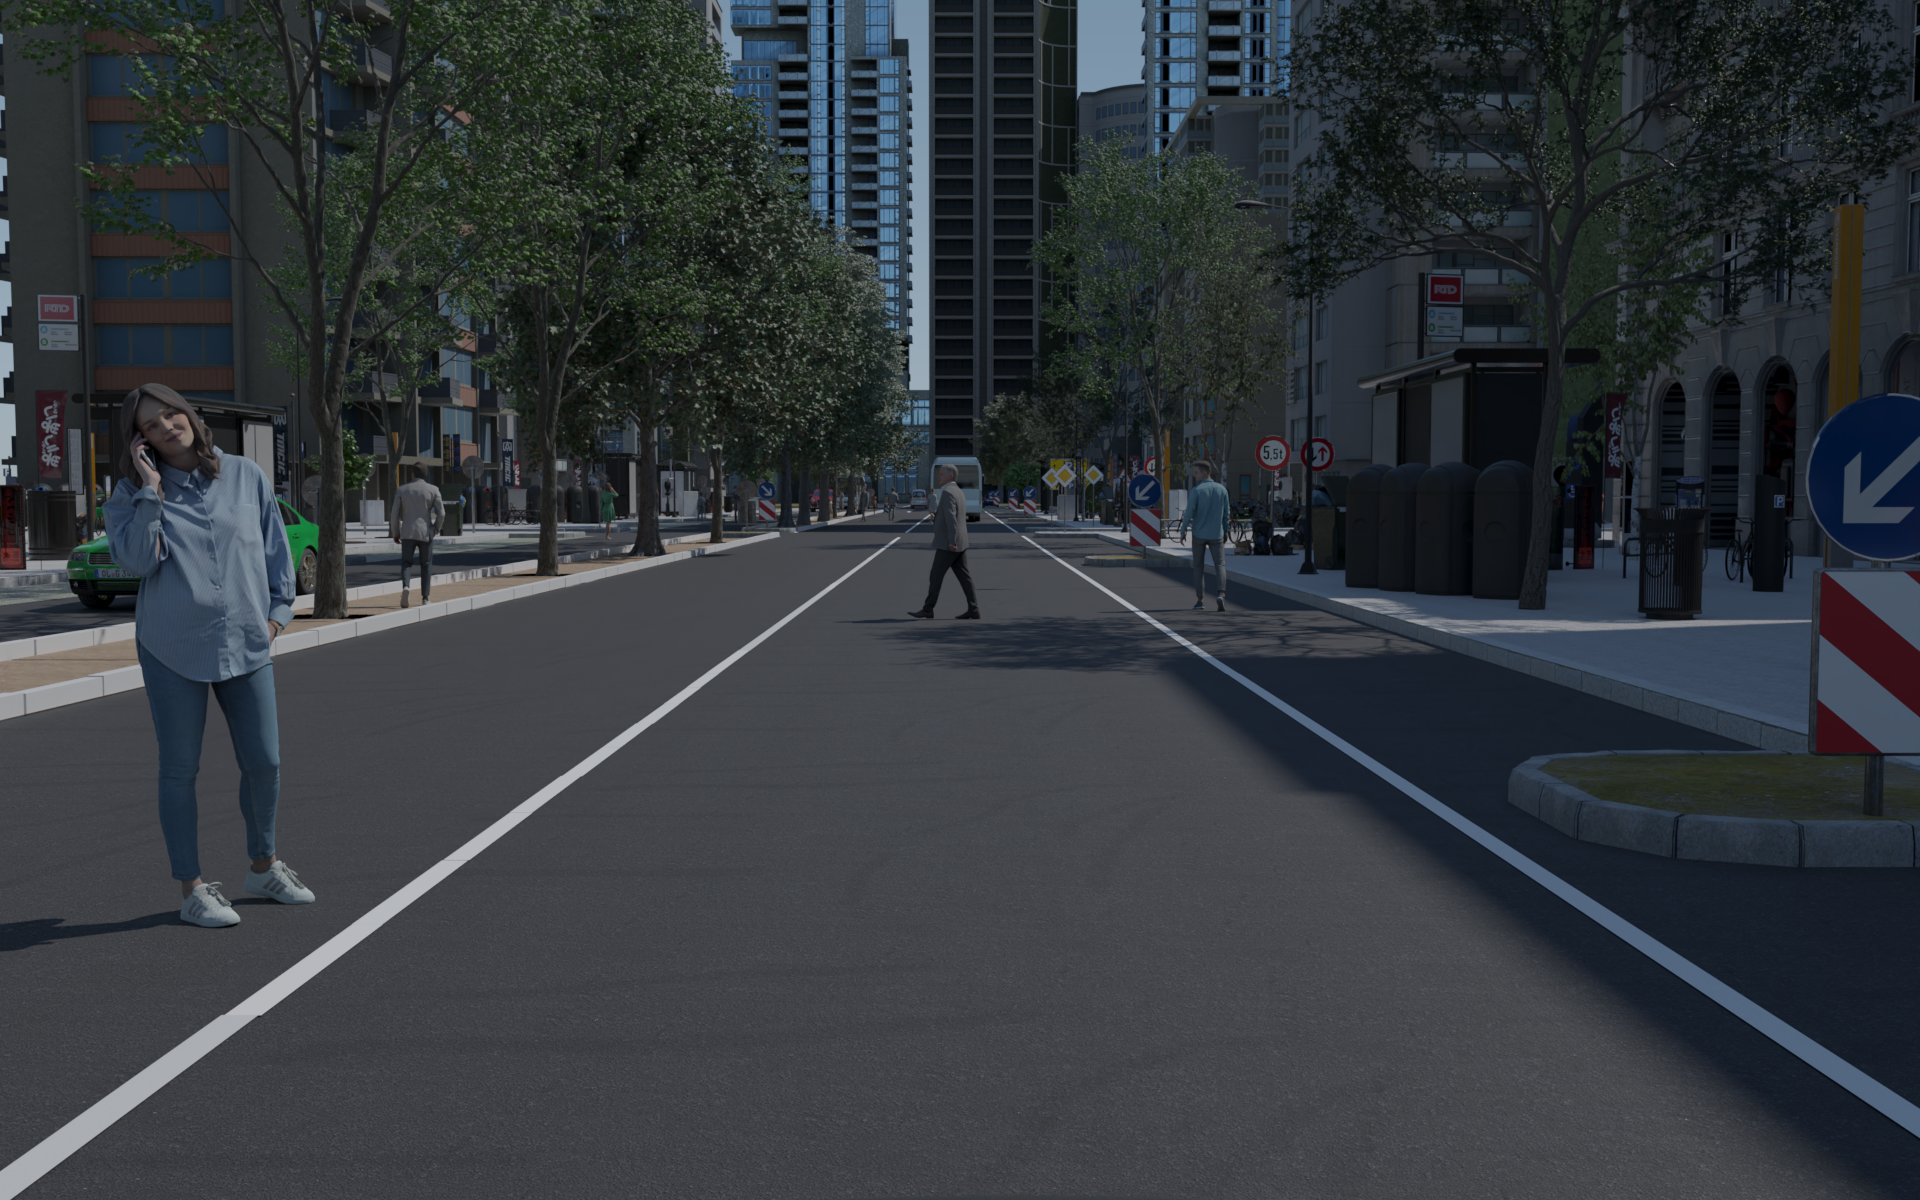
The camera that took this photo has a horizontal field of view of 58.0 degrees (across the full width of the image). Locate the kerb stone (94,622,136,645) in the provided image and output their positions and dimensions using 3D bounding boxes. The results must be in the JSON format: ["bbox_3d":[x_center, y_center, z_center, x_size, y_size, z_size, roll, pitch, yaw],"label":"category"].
[{"bbox_3d":[-8.211,0.331,16.800,0.120,0.150,1.000,0,3,0],"label":"kerb stone"}]

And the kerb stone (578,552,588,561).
[{"bbox_3d":[-8.226,-0.924,37.302,0.120,0.150,1.000,0,3,0],"label":"kerb stone"}]

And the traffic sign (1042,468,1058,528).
[{"bbox_3d":[3.470,-3.781,65.464,0.795,2.450,0.064,0,3,0],"label":"traffic sign"}]

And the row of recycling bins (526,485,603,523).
[{"bbox_3d":[-17.646,-4.306,77.516,3.534,1.692,1.069,-3,4,-36],"label":"row of recycling bins"}]

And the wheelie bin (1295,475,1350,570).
[{"bbox_3d":[6.338,-1.316,29.428,0.980,1.594,0.693,-2,4,-35],"label":"wheelie bin"}]

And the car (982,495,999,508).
[{"bbox_3d":[3.180,-10.244,180.066,1.945,1.354,3.894,0,3,0],"label":"car"}]

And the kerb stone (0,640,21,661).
[{"bbox_3d":[-8.215,0.455,14.757,0.120,0.150,1.000,0,3,0],"label":"kerb stone"}]

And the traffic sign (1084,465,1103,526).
[{"bbox_3d":[5.280,-4.118,68.522,0.795,2.450,0.064,0,4,4],"label":"traffic sign"}]

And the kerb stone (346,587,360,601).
[{"bbox_3d":[-8.217,-0.046,22.942,0.120,0.150,1.000,0,3,0],"label":"kerb stone"}]

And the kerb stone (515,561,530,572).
[{"bbox_3d":[-8.225,-0.609,32.159,0.120,0.150,1.000,0,3,0],"label":"kerb stone"}]

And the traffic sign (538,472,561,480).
[{"bbox_3d":[-13.618,-3.293,57.485,0.795,2.450,0.064,0,3,0],"label":"traffic sign"}]

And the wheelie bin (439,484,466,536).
[{"bbox_3d":[-15.554,-2.751,52.885,0.980,1.594,0.693,0,4,-4],"label":"wheelie bin"}]

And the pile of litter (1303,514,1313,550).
[{"bbox_3d":[8.186,-1.596,40.059,1.719,0.858,1.176,0,4,-7],"label":"pile of litter"}]

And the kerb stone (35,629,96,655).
[{"bbox_3d":[-8.207,0.392,15.778,0.120,0.150,1.000,0,3,0],"label":"kerb stone"}]

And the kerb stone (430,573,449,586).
[{"bbox_3d":[-8.226,-0.296,27.033,0.120,0.150,1.000,0,3,0],"label":"kerb stone"}]

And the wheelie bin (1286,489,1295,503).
[{"bbox_3d":[18.877,-5.534,98.391,0.693,1.594,0.980,1,4,11],"label":"wheelie bin"}]

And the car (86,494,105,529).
[{"bbox_3d":[-29.842,-3.194,61.023,4.718,1.807,1.959,0,4,-2],"label":"car"}]

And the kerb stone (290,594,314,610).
[{"bbox_3d":[-8.231,0.017,21.920,0.120,0.150,1.000,0,3,0],"label":"kerb stone"}]

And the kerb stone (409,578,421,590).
[{"bbox_3d":[-8.215,-0.233,26.012,0.120,0.150,1.000,0,3,0],"label":"kerb stone"}]

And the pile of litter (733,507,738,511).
[{"bbox_3d":[-17.266,-7.346,134.076,1.719,0.858,1.176,-1,4,-22],"label":"pile of litter"}]

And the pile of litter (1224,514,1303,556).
[{"bbox_3d":[6.259,-1.373,36.407,1.719,0.858,1.176,1,4,12],"label":"pile of litter"}]

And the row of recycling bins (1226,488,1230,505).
[{"bbox_3d":[15.480,-5.894,103.482,1.069,1.692,3.534,1,4,19],"label":"row of recycling bins"}]

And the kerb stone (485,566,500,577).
[{"bbox_3d":[-8.230,-0.481,30.099,0.120,0.150,1.000,0,3,0],"label":"kerb stone"}]

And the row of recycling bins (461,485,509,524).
[{"bbox_3d":[-21.106,-4.170,75.288,1.069,1.692,3.534,2,4,31],"label":"row of recycling bins"}]

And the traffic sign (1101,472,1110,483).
[{"bbox_3d":[8.222,-6.057,99.135,0.768,2.556,0.104,0,4,0],"label":"traffic sign"}]

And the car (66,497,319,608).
[{"bbox_3d":[-10.132,-0.882,23.210,1.959,1.807,4.718,0,4,1],"label":"car"}]

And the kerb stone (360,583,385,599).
[{"bbox_3d":[-8.213,-0.108,23.964,0.120,0.150,1.000,0,3,0],"label":"kerb stone"}]

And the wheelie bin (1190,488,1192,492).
[{"bbox_3d":[11.747,-4.746,85.497,0.980,1.594,0.693,1,4,20],"label":"wheelie bin"}]

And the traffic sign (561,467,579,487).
[{"bbox_3d":[-18.544,-5.037,82.356,0.884,2.594,0.081,0,4,0],"label":"traffic sign"}]

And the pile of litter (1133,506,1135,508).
[{"bbox_3d":[12.178,-6.830,125.638,1.176,0.858,1.719,2,4,33],"label":"pile of litter"}]

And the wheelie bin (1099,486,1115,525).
[{"bbox_3d":[6.187,-3.901,71.684,0.980,1.594,0.693,-1,4,-17],"label":"wheelie bin"}]

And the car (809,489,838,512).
[{"bbox_3d":[-10.894,-7.939,138.476,2.281,1.827,5.304,0,4,-2],"label":"car"}]

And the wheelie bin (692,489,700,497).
[{"bbox_3d":[-16.669,-6.244,109.993,0.980,1.594,0.693,-1,4,-11],"label":"wheelie bin"}]

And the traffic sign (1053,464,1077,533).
[{"bbox_3d":[3.476,-3.293,57.479,0.795,2.450,0.064,0,3,0],"label":"traffic sign"}]

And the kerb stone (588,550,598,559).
[{"bbox_3d":[-8.233,-0.983,38.324,0.120,0.150,1.000,0,3,0],"label":"kerb stone"}]

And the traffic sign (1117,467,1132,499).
[{"bbox_3d":[7.751,-5.012,81.947,0.884,2.594,0.081,0,4,1],"label":"traffic sign"}]

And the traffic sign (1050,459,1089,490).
[{"bbox_3d":[6.278,-6.452,99.361,2.265,3.308,0.079,0,4,5],"label":"traffic sign"}]

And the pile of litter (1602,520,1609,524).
[{"bbox_3d":[27.335,-3.718,74.754,1.176,0.858,1.719,0,4,2],"label":"pile of litter"}]

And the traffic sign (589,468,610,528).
[{"bbox_3d":[-13.625,-3.782,65.470,0.795,2.450,0.064,0,3,0],"label":"traffic sign"}]

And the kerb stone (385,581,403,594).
[{"bbox_3d":[-8.215,-0.171,24.986,0.120,0.150,1.000,0,3,0],"label":"kerb stone"}]

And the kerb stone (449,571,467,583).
[{"bbox_3d":[-8.224,-0.355,28.056,0.120,0.150,1.000,0,3,0],"label":"kerb stone"}]

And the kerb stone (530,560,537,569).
[{"bbox_3d":[-8.232,-0.673,33.193,0.120,0.150,1.000,0,3,0],"label":"kerb stone"}]

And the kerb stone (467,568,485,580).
[{"bbox_3d":[-8.223,-0.417,29.078,0.120,0.150,1.000,0,3,0],"label":"kerb stone"}]

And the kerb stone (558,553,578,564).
[{"bbox_3d":[-8.230,-0.854,36.276,0.120,0.150,1.000,0,3,0],"label":"kerb stone"}]

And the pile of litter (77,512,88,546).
[{"bbox_3d":[-21.484,-1.700,41.767,1.176,0.858,1.719,-2,4,-29],"label":"pile of litter"}]

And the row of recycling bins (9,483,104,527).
[{"bbox_3d":[-35.441,-3.709,67.758,3.534,1.692,1.069,-1,4,-22],"label":"row of recycling bins"}]

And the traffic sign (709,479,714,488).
[{"bbox_3d":[-16.720,-7.058,117.524,0.606,2.300,0.079,0,4,3],"label":"traffic sign"}]

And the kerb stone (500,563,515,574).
[{"bbox_3d":[-8.228,-0.540,31.137,0.120,0.150,1.000,0,3,0],"label":"kerb stone"}]

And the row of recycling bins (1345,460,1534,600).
[{"bbox_3d":[6.212,-0.946,22.573,1.069,1.692,3.534,-1,4,-21],"label":"row of recycling bins"}]

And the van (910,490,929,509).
[{"bbox_3d":[-3.847,-9.689,165.423,2.013,2.044,4.112,0,4,1],"label":"van"}]
